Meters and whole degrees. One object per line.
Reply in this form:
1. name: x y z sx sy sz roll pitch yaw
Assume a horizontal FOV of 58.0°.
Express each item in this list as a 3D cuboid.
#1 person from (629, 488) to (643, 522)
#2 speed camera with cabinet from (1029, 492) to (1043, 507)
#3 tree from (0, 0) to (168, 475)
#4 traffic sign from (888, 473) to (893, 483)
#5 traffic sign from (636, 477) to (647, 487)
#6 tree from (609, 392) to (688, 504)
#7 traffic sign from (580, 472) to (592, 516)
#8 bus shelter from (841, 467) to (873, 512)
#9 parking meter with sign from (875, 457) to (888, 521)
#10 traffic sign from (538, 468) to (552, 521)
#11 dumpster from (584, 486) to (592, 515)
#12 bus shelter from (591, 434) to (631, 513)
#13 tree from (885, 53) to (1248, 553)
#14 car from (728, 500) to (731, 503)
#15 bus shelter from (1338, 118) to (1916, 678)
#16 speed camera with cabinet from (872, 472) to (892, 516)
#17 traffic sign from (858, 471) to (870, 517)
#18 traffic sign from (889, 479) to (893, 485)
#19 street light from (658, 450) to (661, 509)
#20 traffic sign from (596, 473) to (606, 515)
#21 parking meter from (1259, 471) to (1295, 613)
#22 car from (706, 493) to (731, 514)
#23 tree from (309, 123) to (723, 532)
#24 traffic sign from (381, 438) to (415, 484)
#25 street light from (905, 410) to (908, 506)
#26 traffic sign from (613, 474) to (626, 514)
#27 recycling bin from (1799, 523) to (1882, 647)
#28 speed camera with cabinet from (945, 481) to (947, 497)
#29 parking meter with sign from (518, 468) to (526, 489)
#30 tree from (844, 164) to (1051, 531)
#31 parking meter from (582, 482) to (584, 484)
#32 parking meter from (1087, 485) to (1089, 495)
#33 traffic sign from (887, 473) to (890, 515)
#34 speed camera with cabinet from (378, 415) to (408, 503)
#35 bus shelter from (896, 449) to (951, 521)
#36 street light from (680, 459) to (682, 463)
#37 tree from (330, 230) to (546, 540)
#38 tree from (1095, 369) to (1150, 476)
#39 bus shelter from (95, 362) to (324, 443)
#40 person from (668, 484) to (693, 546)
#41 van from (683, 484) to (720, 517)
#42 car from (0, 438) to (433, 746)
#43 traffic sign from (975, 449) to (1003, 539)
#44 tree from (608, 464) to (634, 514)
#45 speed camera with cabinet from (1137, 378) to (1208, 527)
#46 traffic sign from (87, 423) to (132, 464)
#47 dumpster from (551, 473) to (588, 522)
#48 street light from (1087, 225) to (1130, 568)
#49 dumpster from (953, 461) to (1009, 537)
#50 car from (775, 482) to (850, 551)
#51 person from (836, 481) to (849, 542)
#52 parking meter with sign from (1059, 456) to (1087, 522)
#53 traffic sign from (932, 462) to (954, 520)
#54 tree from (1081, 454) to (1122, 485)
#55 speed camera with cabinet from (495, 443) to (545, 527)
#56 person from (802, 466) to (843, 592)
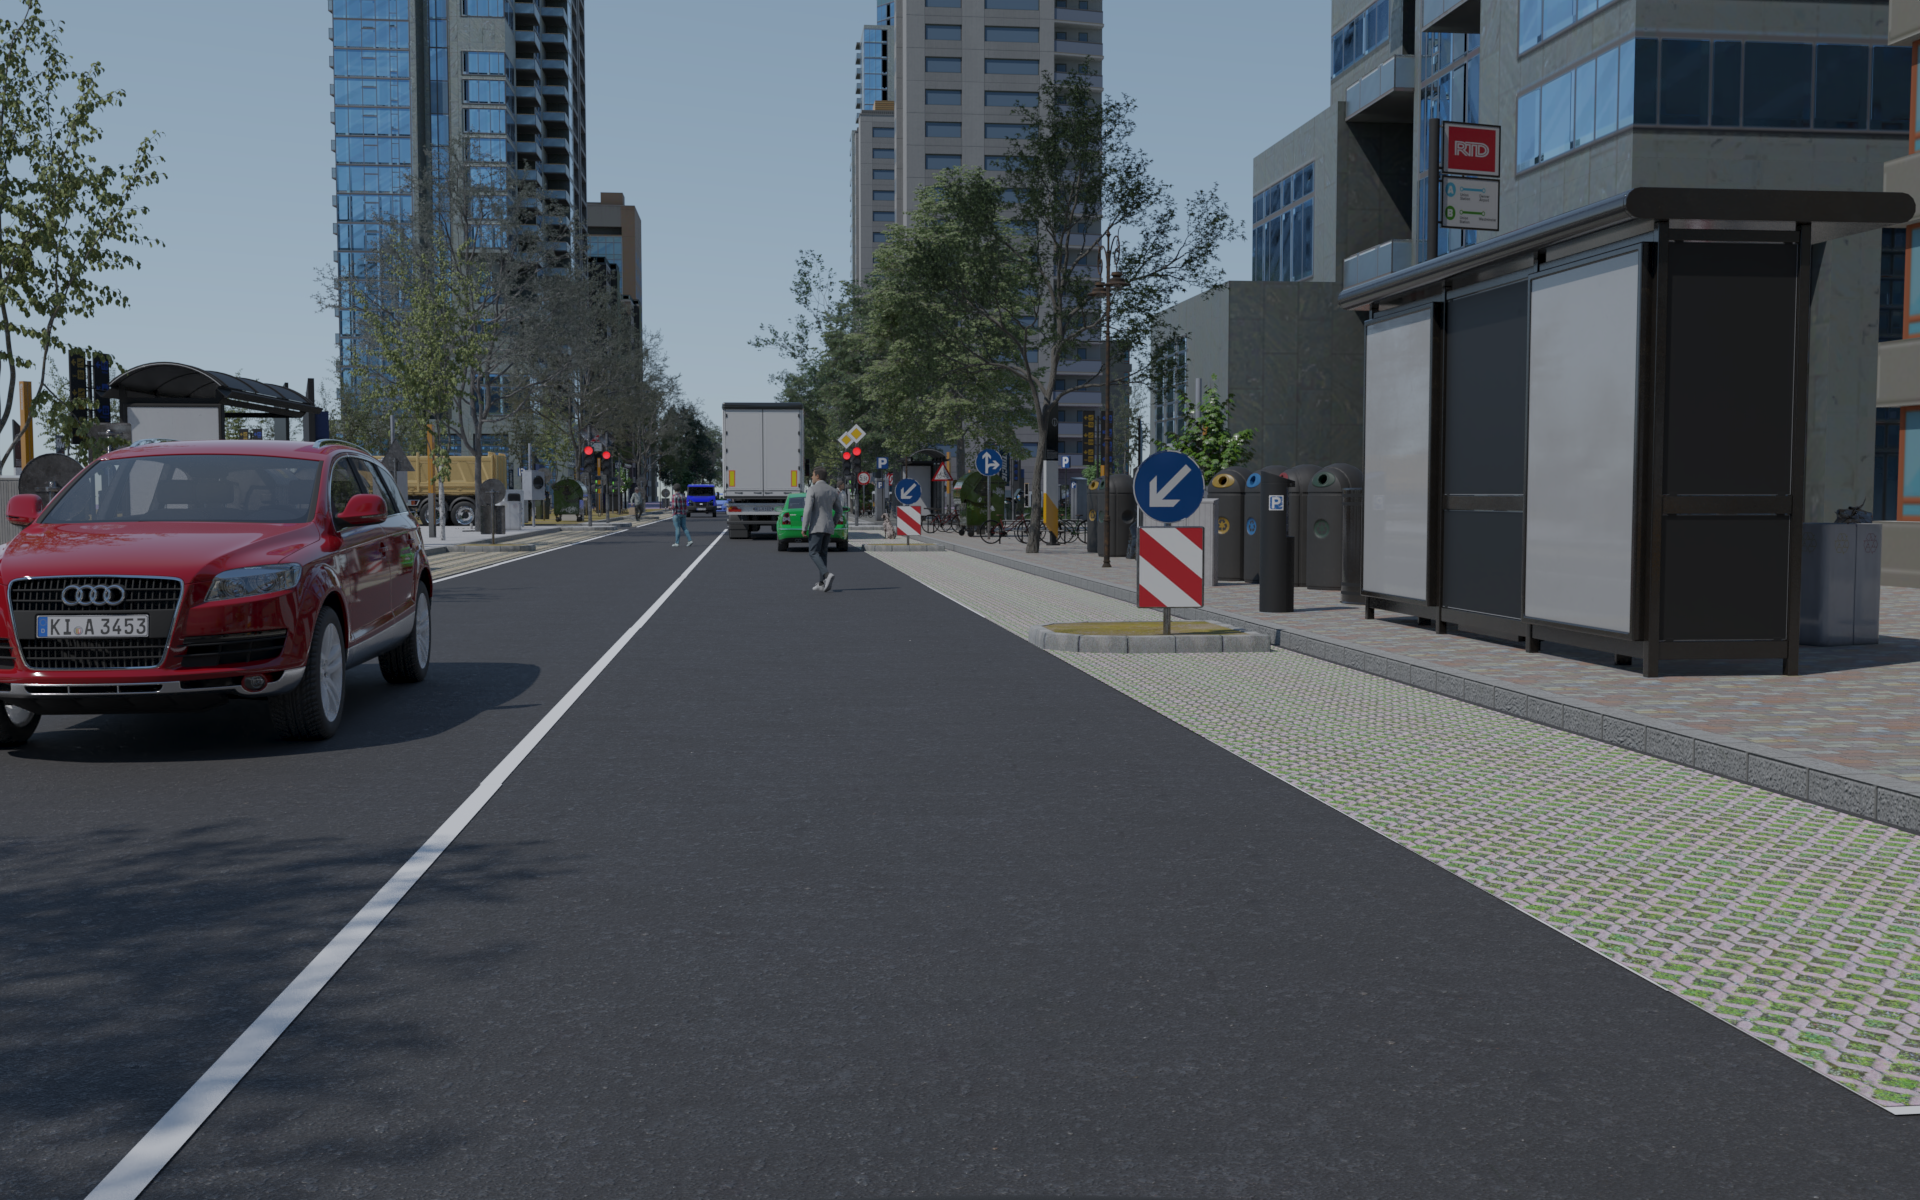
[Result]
1. person: -16.815 -4.941 89.771 0.515 1.767 0.782 3 5 42
2. speed camera with cabinet: 5.598 -7.578 118.242 2.038 3.252 0.660 -1 4 -16
3. tree: -12.000 -4.348 21.452 4.737 8.622 4.395 0 3 0
4. traffic sign: -3.966 -6.397 104.702 0.768 2.556 0.104 0 4 -1
5. traffic sign: -23.275 -7.735 126.565 0.768 2.556 0.104 0 4 2
6. tree: -26.556 -13.002 146.992 7.601 10.594 8.767 -1 4 -10
7. traffic sign: -21.391 -6.054 99.097 0.768 2.556 0.104 0 4 0
8. bus shelter: -7.384 -7.955 123.994 2.014 3.302 5.546 0 4 -7
9. parking meter with sign: -3.806 -5.294 82.820 0.543 3.016 1.738 -1 4 -9
10. traffic sign: -20.097 -5.109 83.636 0.768 2.556 0.104 0 4 1
11. dumpster: -22.874 -6.027 104.296 1.264 1.857 1.865 0 4 -7
12. bus shelter: -23.930 -8.624 118.632 2.179 5.291 8.768 0 4 -7
13. tree: 1.817 -6.279 37.071 7.601 10.594 8.767 3 5 41
14. car: -24.590 -10.719 187.843 1.945 1.354 3.894 0 4 -5
15. bus shelter: 5.107 -2.362 16.254 2.179 5.291 8.768 0 4 -6
16. speed camera with cabinet: -4.696 -6.590 102.079 0.660 3.252 2.038 -1 4 -15
17. traffic sign: -5.376 -5.911 96.746 0.768 2.556 0.104 0 4 2
18. traffic sign: -3.869 -6.362 104.015 0.884 2.594 0.081 0 4 -1
19. street light: -26.518 -11.028 153.094 0.468 5.910 1.993 0 4 -7
20. traffic sign: -21.522 -6.358 104.052 0.768 2.556 0.104 0 4 1
21. parking meter: 3.451 -0.638 18.839 0.372 1.533 0.369 0 3 0
22. car: -17.678 -7.122 126.042 1.945 1.707 3.694 -1 4 -8
23. tree: -16.454 -9.063 58.544 12.009 13.543 11.850 0 3 0
24. traffic sign: -13.195 -2.478 40.519 0.884 2.594 0.081 0 4 -4
25. street light: -2.140 -5.899 69.228 0.468 5.910 1.993 0 4 -7
26. traffic sign: -21.749 -6.748 110.332 0.884 2.594 0.081 0 4 -6
27. recycling bin: 7.407 -0.147 14.960 0.722 1.027 0.722 -2 4 -25
28. speed camera with cabinet: -1.844 -9.032 142.013 2.038 3.252 0.660 1 4 21
29. parking meter with sign: -29.032 -7.321 115.967 0.543 3.016 1.738 0 4 5
30. tree: -0.332 -8.704 60.438 7.486 12.596 7.792 0 3 0
31. parking meter: -18.258 -4.728 83.019 0.399 1.863 0.255 1 4 13
32. parking meter: 7.519 -5.950 102.989 0.255 1.863 0.399 -2 4 -34
33. traffic sign: -4.359 -6.480 105.959 0.884 2.594 0.081 0 4 -2
34. speed camera with cabinet: -14.936 -3.004 43.450 2.038 3.252 0.660 1 4 10
35. bus shelter: -1.728 -5.269 80.079 2.014 3.302 5.546 0 4 -7
36. street light: -31.065 -13.456 192.788 0.468 5.910 1.993 0 4 -7
37. tree: -14.492 -5.940 47.486 4.737 8.622 4.395 0 3 0
38. tree: 9.560 -9.112 99.347 4.360 8.622 3.978 0 3 0
39. bus shelter: -12.459 -2.161 29.250 2.014 3.302 5.546 0 4 -6
40. person: -7.679 -2.333 47.484 0.643 1.720 0.563 3 4 37
41. van: -16.131 -6.336 107.981 2.240 2.365 5.245 -1 4 -8
42. car: -4.896 -0.181 11.634 2.281 1.827 5.304 0 4 -8
43. traffic sign: 0.819 -2.987 48.936 0.768 2.556 0.104 0 4 3
44. tree: -22.003 -7.185 112.080 1.663 3.219 1.824 0 3 0
45. speed camera with cabinet: 3.718 -2.199 30.283 0.660 3.252 2.038 -1 4 -15
46. traffic sign: -12.210 -1.394 24.915 0.606 2.300 0.079 0 4 -6
47. dumpster: -18.051 -4.739 79.969 1.502 2.255 1.985 0 4 -6
48. street light: 2.567 -3.506 30.111 0.468 5.910 1.993 0 4 -7
49. dumpster: 0.640 -3.044 52.265 1.502 2.255 1.985 0 4 -6
50. car: -3.808 -2.196 44.700 1.959 1.807 4.718 0 4 -5
51. person: -3.659 -2.635 51.691 0.679 1.850 0.850 -3 5 -44
52. parking meter with sign: 5.516 -5.115 79.892 1.738 3.016 0.543 -3 4 -37
53. traffic sign: -0.697 -4.278 69.952 0.884 2.594 0.081 0 4 2
54. tree: 11.359 -9.465 138.458 4.285 4.588 4.351 0 3 0
55. speed camera with cabinet: -17.002 -4.441 66.944 0.660 3.252 2.038 2 4 34
56. person: -1.999 -1.052 25.539 0.661 1.843 0.795 -3 4 -39
